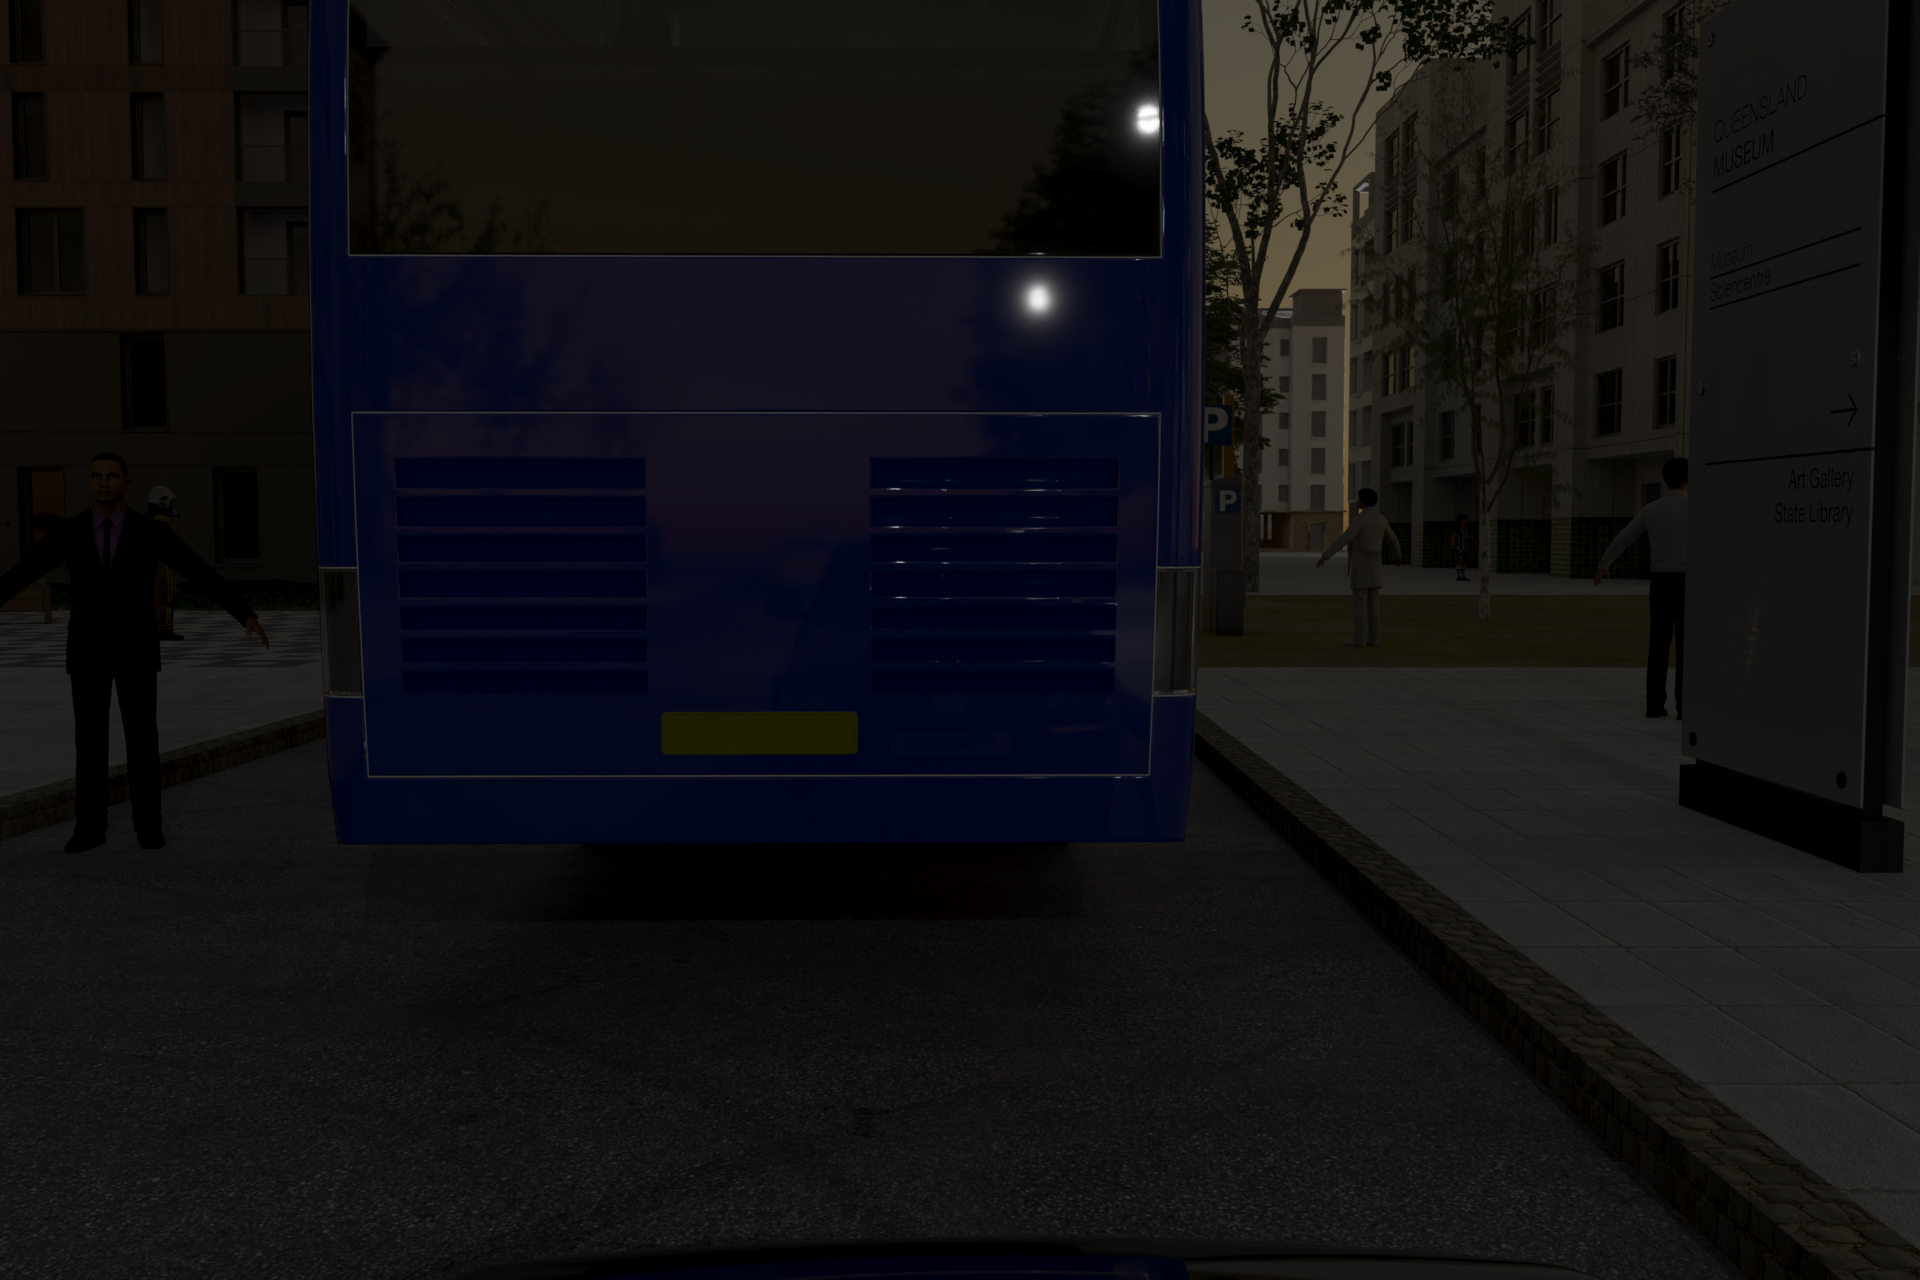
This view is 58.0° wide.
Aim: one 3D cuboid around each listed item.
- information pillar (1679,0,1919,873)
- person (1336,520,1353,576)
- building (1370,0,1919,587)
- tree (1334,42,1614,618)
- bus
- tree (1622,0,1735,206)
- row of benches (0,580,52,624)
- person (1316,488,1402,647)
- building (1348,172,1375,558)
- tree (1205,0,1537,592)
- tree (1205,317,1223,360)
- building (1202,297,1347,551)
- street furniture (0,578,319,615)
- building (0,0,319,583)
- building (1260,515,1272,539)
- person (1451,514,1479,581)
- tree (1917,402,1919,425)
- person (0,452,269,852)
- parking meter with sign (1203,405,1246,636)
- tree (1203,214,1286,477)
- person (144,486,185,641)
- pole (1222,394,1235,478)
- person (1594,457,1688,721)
[{"bbox_3d":[3.486,-0.976,7.268,0.184,3.620,1.656,0,3,0],"label":"information pillar"},{"bbox_3d":[12.150,-2.860,53.571,1.217,1.733,0.721,1,4,9],"label":"person"},{"bbox_3d":[25.820,-11.680,57.433,16.747,18.905,31.486,0,3,0],"label":"building"},{"bbox_3d":[8.142,-4.645,26.301,4.360,8.622,3.978,0,3,0],"label":"tree"},{"bbox_3d":[-0.662,-1.184,10.899,2.896,3.916,12.251,0,4,-1],"label":"bus"},{"bbox_3d":[11.291,-6.526,17.072,12.009,13.543,11.850,0,3,0],"label":"tree"},{"bbox_3d":[-14.793,-0.531,24.139,4.104,0.672,1.422,-2,4,-25],"label":"row of benches"},{"bbox_3d":[4.635,-0.836,19.853,1.347,1.806,0.705,-2,4,-34],"label":"person"},{"bbox_3d":[26.012,-14.398,91.833,16.016,20.090,11.380,0,3,0],"label":"building"},{"bbox_3d":[7.868,-11.104,37.437,12.611,20.169,13.585,0,3,0],"label":"tree"},{"bbox_3d":[6.196,-8.600,66.366,9.928,11.665,9.643,0,3,0],"label":"tree"},{"bbox_3d":[23.494,-17.691,145.665,16.016,20.090,11.380,0,4,1],"label":"building"},{"bbox_3d":[-11.521,-0.880,30.013,10.072,0.657,5.734,0,4,4],"label":"street furniture"},{"bbox_3d":[-25.140,-13.169,59.282,27.936,21.610,32.646,0,4,0],"label":"building"},{"bbox_3d":[24.189,-18.713,172.414,16.747,18.905,31.486,0,4,0],"label":"building"},{"bbox_3d":[13.796,-2.529,47.500,1.345,1.843,0.704,-3,5,-43],"label":"person"},{"bbox_3d":[6.519,-3.553,8.448,4.360,8.622,3.978,0,3,0],"label":"tree"},{"bbox_3d":[-3.870,0.047,7.908,1.346,1.802,0.704,-1,4,-17],"label":"person"},{"bbox_3d":[3.415,-1.612,22.613,0.543,3.016,1.738,0,4,-1],"label":"parking meter with sign"},{"bbox_3d":[6.677,-8.465,56.523,7.486,12.596,7.792,0,3,0],"label":"tree"},{"bbox_3d":[-9.614,-0.927,20.931,1.354,1.858,0.705,3,5,41],"label":"person"},{"bbox_3d":[3.924,-1.929,25.389,0.158,3.312,0.155,0,3,0],"label":"pole"},{"bbox_3d":[4.986,-0.359,12.032,0.704,1.810,1.344,-3,5,-39],"label":"person"}]
